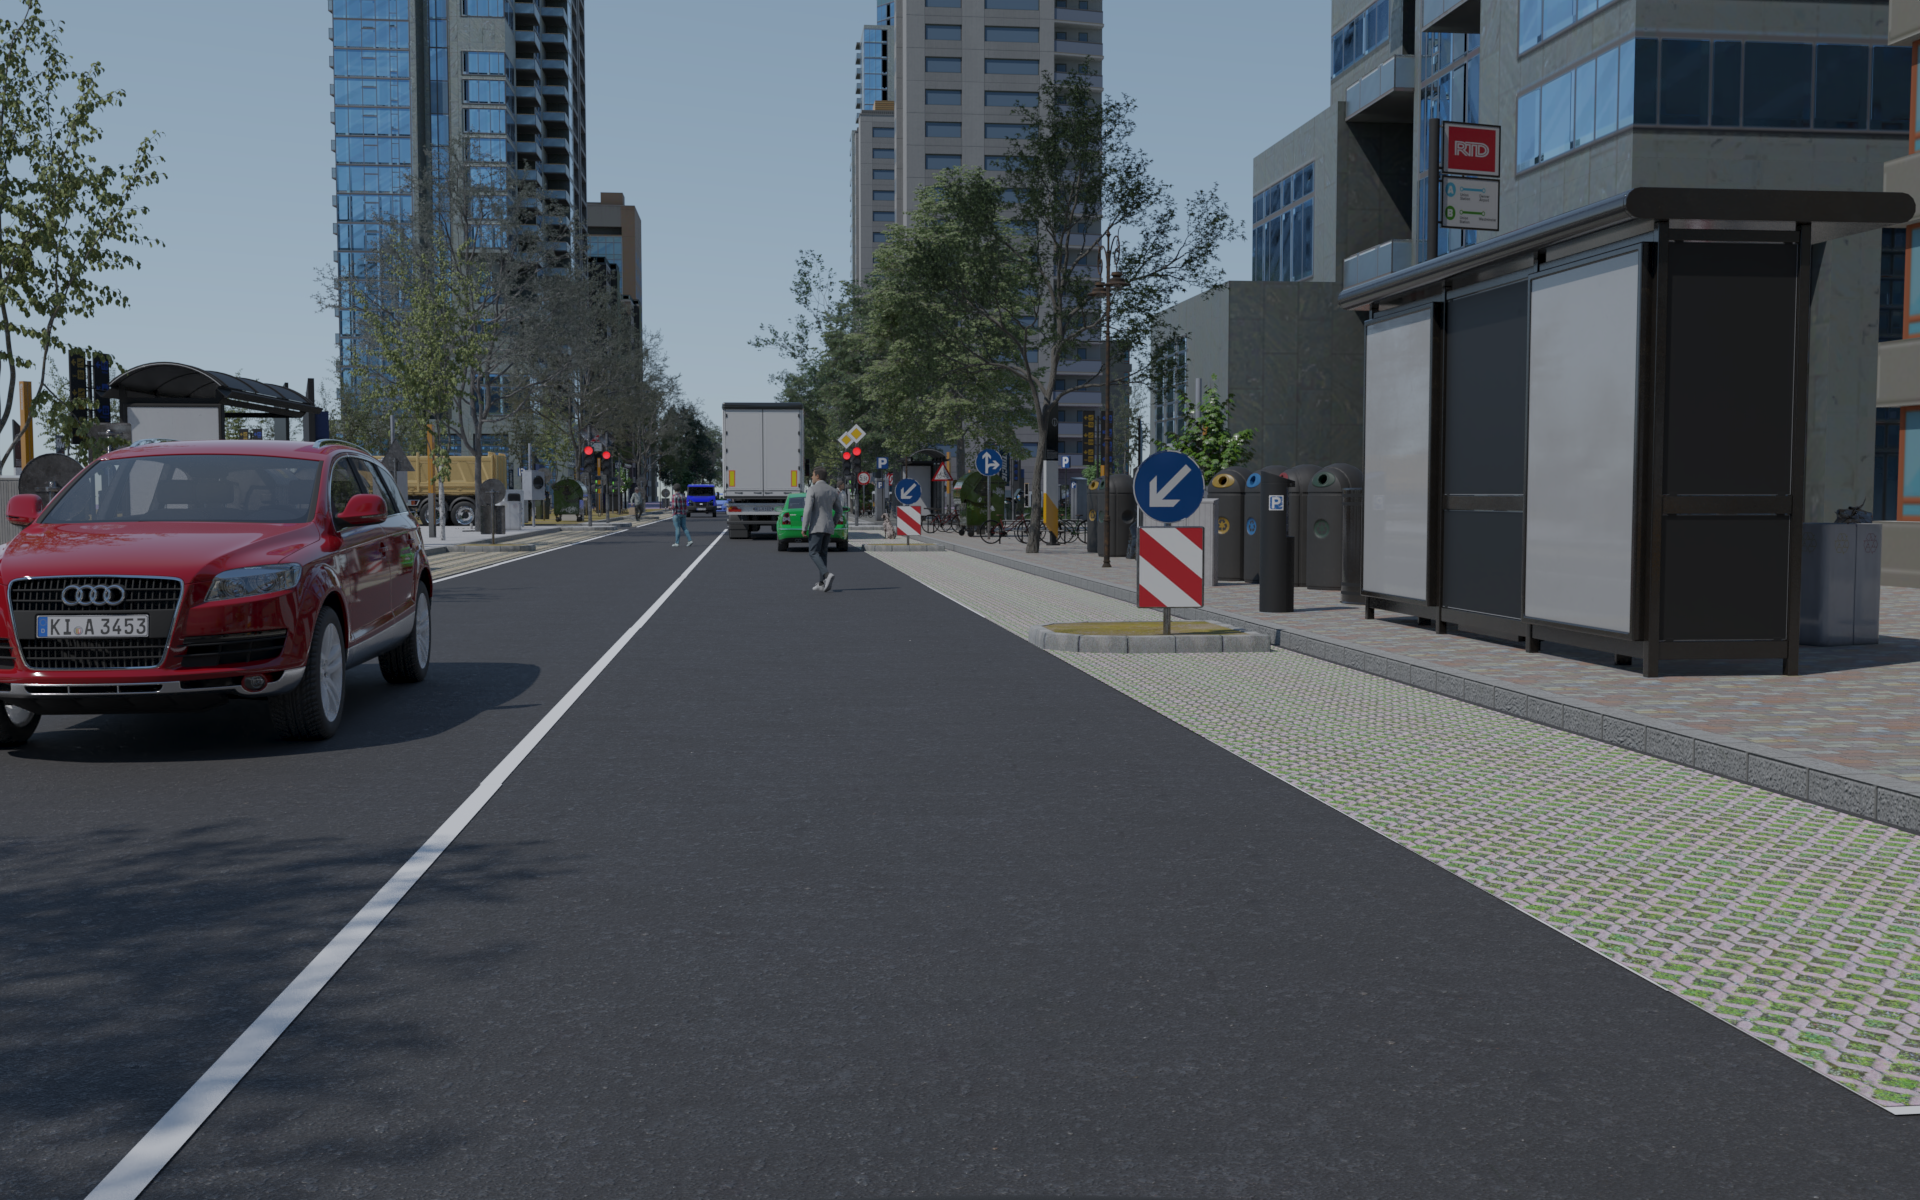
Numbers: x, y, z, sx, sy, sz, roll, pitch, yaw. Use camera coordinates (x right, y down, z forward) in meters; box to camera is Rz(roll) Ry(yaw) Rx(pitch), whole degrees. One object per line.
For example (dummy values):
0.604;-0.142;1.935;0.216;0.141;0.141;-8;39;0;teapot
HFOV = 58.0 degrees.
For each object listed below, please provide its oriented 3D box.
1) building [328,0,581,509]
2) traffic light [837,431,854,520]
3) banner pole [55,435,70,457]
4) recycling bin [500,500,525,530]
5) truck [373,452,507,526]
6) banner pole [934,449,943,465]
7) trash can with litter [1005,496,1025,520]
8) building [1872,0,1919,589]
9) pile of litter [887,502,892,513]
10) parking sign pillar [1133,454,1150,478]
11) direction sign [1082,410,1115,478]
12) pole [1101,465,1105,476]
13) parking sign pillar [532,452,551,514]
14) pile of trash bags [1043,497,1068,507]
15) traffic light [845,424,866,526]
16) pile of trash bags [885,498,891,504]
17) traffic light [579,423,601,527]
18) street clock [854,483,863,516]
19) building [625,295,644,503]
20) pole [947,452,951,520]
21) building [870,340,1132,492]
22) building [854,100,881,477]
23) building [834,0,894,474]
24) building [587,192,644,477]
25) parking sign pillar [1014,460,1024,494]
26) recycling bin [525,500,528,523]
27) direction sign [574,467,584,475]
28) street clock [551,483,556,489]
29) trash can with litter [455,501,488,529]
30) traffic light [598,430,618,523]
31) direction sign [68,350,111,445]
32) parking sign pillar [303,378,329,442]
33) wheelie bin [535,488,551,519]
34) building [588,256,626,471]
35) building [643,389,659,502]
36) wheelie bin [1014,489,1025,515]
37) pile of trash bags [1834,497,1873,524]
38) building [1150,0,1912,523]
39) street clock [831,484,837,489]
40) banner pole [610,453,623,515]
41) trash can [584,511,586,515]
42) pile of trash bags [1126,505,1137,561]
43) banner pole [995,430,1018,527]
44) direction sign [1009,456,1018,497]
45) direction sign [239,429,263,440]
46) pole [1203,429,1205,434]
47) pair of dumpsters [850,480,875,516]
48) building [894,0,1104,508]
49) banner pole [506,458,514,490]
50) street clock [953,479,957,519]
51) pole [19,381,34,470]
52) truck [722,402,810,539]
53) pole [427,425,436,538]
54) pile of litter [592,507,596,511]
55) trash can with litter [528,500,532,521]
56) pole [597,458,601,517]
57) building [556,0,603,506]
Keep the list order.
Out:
-46.981;-51.966;162.314;22.319;86.520;31.000;0;4;-7;building
-5.084;-5.405;77.292;0.839;4.253;0.868;0;4;-7;traffic light
-33.534;-4.577;64.859;0.401;3.779;0.863;1;4;15;banner pole
-16.006;-3.008;61.730;0.722;1.027;0.722;-1;4;-10;recycling bin
-23.906;-4.626;71.562;9.791;3.379;3.469;0;4;-5;truck
-1.043;-6.576;97.527;0.401;3.779;0.863;-1;4;-13;banner pole
2.502;-4.237;80.667;0.624;1.170;1.055;3;5;43;trash can with litter
28.284;-10.158;11.124;27.650;21.520;28.899;0;4;-7;building
-4.495;-6.234;115.891;1.176;0.858;1.719;0;4;1;pile of litter
13.167;-8.359;125.134;1.447;3.967;1.447;1;4;19;parking sign pillar
3.742;-3.371;47.110;0.876;3.537;0.379;-1;4;-18;direction sign
4.196;-3.457;50.367;0.158;3.312;0.155;0;3;0;pole
-26.761;-7.441;110.140;1.447;3.967;1.447;0;4;8;parking sign pillar
7.055;-7.090;125.674;1.912;1.369;3.447;-1;4;-20;pile of trash bags
-4.164;-4.920;69.360;0.839;4.253;0.868;0;4;-7;traffic light
-6.352;-8.112;142.387;3.447;1.369;1.912;0;4;-4;pile of trash bags
-14.554;-4.845;68.143;0.839;4.253;0.868;0;4;-7;traffic light
-5.845;-5.815;99.647;0.471;2.002;0.358;0;4;-2;street clock
-52.767;-29.043;246.556;14.160;30.474;14.107;0;4;-7;building
-0.539;-5.522;84.131;0.158;3.312;0.155;0;3;0;pole
3.953;-22.185;207.757;27.650;21.520;28.899;0;4;-7;building
-5.591;-44.325;266.713;21.231;58.520;28.212;0;4;-7;building
-9.883;-60.128;295.769;22.319;86.520;31.000;0;4;-7;building
-55.100;-37.306;260.055;14.600;45.320;14.200;0;4;-7;building
4.557;-8.928;134.450;1.447;3.967;1.447;-1;4;-19;parking sign pillar
-19.554;-3.907;76.425;0.722;1.027;0.722;3;4;39;recycling bin
-31.319;-9.196;142.345;0.876;3.537;0.379;1;4;9;direction sign
-26.115;-6.557;111.784;0.358;2.002;0.471;3;5;42;street clock
-17.378;-3.214;63.600;1.678;1.210;2.233;-3;5;-43;trash can with litter
-15.474;-5.331;76.075;0.839;4.253;0.868;0;4;-7;traffic light
-13.842;-2.179;27.624;0.379;3.537;0.876;1;4;13;direction sign
-15.226;-3.209;40.938;1.447;3.967;1.447;-2;4;-26;parking sign pillar
-21.134;-4.880;87.697;0.693;1.594;0.980;-3;5;-44;wheelie bin
-48.260;-26.667;207.711;14.160;30.474;14.107;0;4;-7;building
-63.977;-26.717;281.860;27.650;21.520;28.899;0;4;-7;building
3.639;-6.044;106.730;0.693;1.594;0.980;-1;4;-17;wheelie bin
16.093;-1.225;29.776;1.912;1.369;3.447;3;5;41;pile of trash bags
19.756;-44.869;46.286;22.319;86.520;31.000;0;4;-7;building
-9.346;-7.577;128.458;0.471;2.002;0.358;3;5;44;street clock
-22.610;-7.575;113.862;0.863;3.779;0.401;-2;4;-26;banner pole
-23.014;-5.763;105.876;0.748;1.137;0.748;0;3;0;trash can
4.945;-1.470;33.784;3.447;1.369;1.912;1;4;8;pile of trash bags
1.865;-4.728;67.316;0.863;3.779;0.401;-2;4;-27;banner pole
3.071;-6.823;103.552;0.876;3.537;0.379;-2;4;-28;direction sign
-24.541;-4.161;60.033;0.876;3.537;0.379;1;4;12;direction sign
7.012;-3.398;49.401;0.158;3.312;0.155;0;3;0;pole
-5.783;-6.295;105.417;1.574;2.255;4.437;0;4;-7;pair of dumpsters
3.794;-38.894;177.917;21.231;58.520;28.212;0;4;-7;building
-31.408;-7.993;120.703;0.401;3.779;0.863;3;4;36;banner pole
-0.142;-4.958;85.636;0.358;2.002;0.471;-3;4;-36;street clock
-16.868;-2.294;31.354;0.158;3.312;0.155;0;3;0;pole
-6.499;-4.257;58.520;2.839;4.237;11.283;0;4;-5;truck
-15.517;-3.488;50.865;0.158;3.312;0.155;0;3;0;pole
-28.021;-7.405;135.042;1.719;0.858;1.176;0;4;-7;pile of litter
-20.436;-4.262;81.074;0.624;1.170;1.055;-3;4;-37;trash can with litter
-20.418;-6.372;98.018;0.158;3.312;0.155;0;3;0;pole
-49.290;-45.912;188.906;20.563;71.187;20.611;0;4;-7;building
